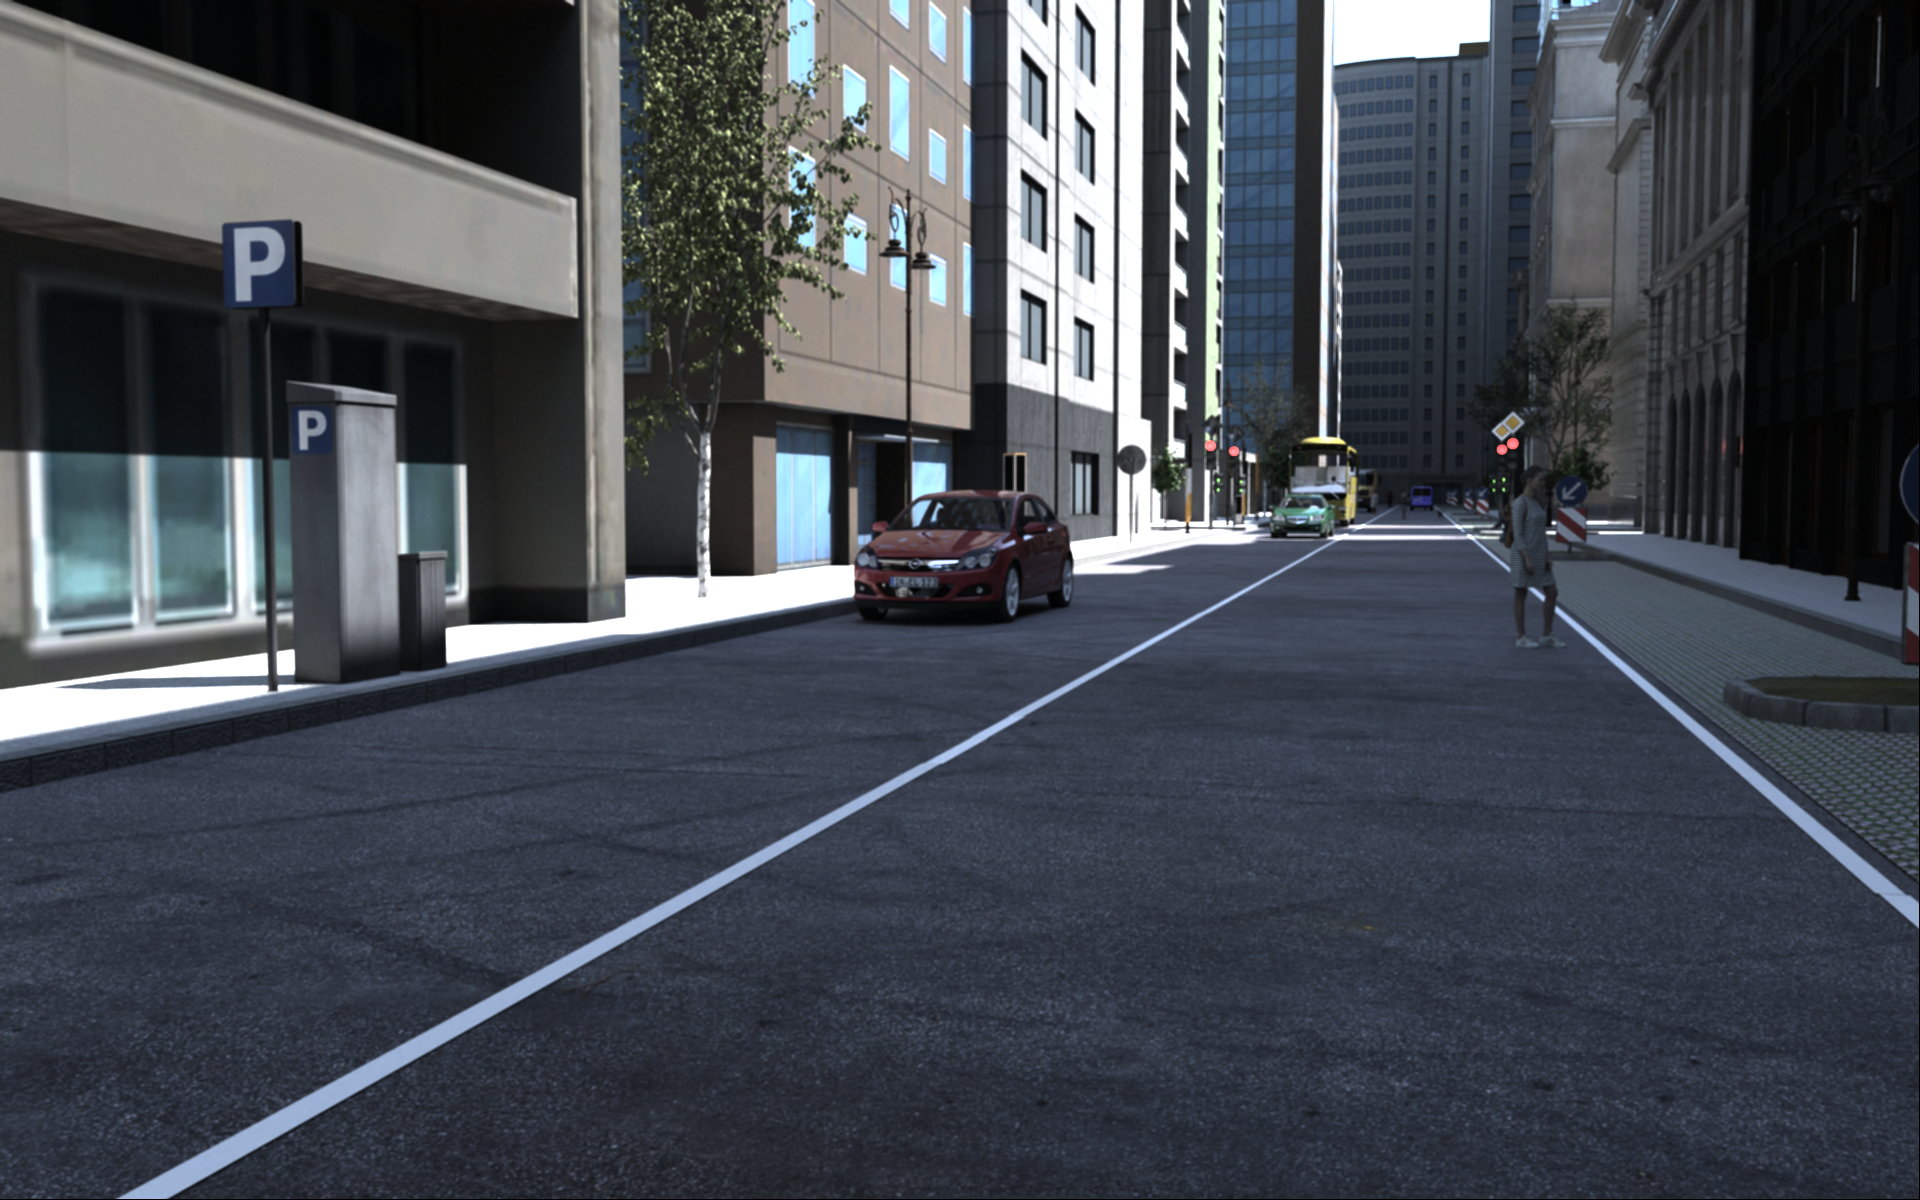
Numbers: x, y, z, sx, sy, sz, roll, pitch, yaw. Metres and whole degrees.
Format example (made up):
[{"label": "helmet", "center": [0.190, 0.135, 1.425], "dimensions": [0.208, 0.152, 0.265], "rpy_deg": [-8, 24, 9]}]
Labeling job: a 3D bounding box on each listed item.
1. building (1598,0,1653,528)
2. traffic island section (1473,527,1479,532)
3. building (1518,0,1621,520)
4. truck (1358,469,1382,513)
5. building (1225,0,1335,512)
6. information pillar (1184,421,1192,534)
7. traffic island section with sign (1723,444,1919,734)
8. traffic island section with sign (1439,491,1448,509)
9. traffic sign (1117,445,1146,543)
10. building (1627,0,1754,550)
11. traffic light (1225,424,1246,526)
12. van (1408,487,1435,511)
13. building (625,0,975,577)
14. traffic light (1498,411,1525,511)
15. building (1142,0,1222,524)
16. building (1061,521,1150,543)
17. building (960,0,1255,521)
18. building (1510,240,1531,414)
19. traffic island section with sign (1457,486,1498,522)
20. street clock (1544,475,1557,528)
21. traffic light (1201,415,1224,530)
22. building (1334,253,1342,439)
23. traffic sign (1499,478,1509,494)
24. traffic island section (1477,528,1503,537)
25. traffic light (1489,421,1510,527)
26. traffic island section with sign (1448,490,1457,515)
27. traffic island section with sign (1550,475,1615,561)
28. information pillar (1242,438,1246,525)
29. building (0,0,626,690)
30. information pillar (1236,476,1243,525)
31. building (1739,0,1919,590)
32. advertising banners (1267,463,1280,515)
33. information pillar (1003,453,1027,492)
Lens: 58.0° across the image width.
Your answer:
[{"label": "building", "center": [35.744, -14.583, 67.316], "dimensions": [19.941, 23.489, 11.050], "rpy_deg": [1, 4, 15]}, {"label": "traffic island section", "center": [20.773, -2.707, 66.532], "dimensions": [2.009, 0.180, 2.903], "rpy_deg": [1, 4, 15]}, {"label": "building", "center": [37.775, -18.803, 93.328], "dimensions": [13.634, 28.700, 20.117], "rpy_deg": [1, 4, 15]}, {"label": "truck", "center": [31.567, -8.617, 136.805], "dimensions": [3.469, 3.379, 9.791], "rpy_deg": [1, 4, 14]}, {"label": "building", "center": [20.185, -29.246, 128.275], "dimensions": [14.600, 45.320, 14.200], "rpy_deg": [1, 4, 15]}, {"label": "information pillar", "center": [7.351, -3.937, 55.723], "dimensions": [0.183, 3.616, 0.504], "rpy_deg": [0, 4, -5]}, {"label": "traffic island section with sign", "center": [6.087, -0.155, 11.159], "dimensions": [1.989, 1.847, 2.006], "rpy_deg": [1, 4, 15]}, {"label": "traffic island section with sign", "center": [47.105, -9.600, 165.592], "dimensions": [1.989, 1.847, 2.006], "rpy_deg": [1, 4, 15]}, {"label": "traffic sign", "center": [4.443, -2.745, 44.991], "dimensions": [0.768, 2.556, 0.104], "rpy_deg": [1, 4, 17]}, {"label": "building", "center": [25.010, -12.326, 43.337], "dimensions": [13.314, 21.916, 24.055], "rpy_deg": [1, 4, 15]}, {"label": "traffic light", "center": [10.960, -4.898, 69.000], "dimensions": [0.839, 4.253, 0.868], "rpy_deg": [1, 4, 15]}, {"label": "van", "center": [39.439, -8.777, 147.893], "dimensions": [2.240, 2.365, 5.245], "rpy_deg": [1, 4, 15]}, {"label": "building", "center": [-7.812, -23.459, 33.658], "dimensions": [14.600, 45.320, 14.200], "rpy_deg": [1, 4, 15]}, {"label": "traffic light", "center": [18.687, -4.268, 58.710], "dimensions": [0.839, 4.253, 0.868], "rpy_deg": [1, 4, 15]}, {"label": "building", "center": [3.913, -24.106, 77.731], "dimensions": [14.154, 41.232, 14.086], "rpy_deg": [1, 4, 15]}, {"label": "building", "center": [-6.169, -37.349, 48.909], "dimensions": [20.611, 71.187, 20.563], "rpy_deg": [1, 4, 15]}, {"label": "building", "center": [7.547, -40.755, 104.596], "dimensions": [20.563, 71.187, 20.611], "rpy_deg": [1, 4, 15]}, {"label": "building", "center": [45.787, -18.383, 119.646], "dimensions": [14.460, 24.649, 34.723], "rpy_deg": [1, 4, 15]}, {"label": "traffic island section with sign", "center": [27.103, -4.996, 90.308], "dimensions": [1.989, 1.847, 2.006], "rpy_deg": [1, 4, 15]}, {"label": "street clock", "center": [22.617, -3.785, 66.461], "dimensions": [0.471, 2.002, 0.358], "rpy_deg": [0, 4, 6]}, {"label": "traffic light", "center": [8.909, -4.426, 61.281], "dimensions": [0.839, 4.253, 0.868], "rpy_deg": [1, 4, 15]}, {"label": "building", "center": [38.810, -26.772, 209.429], "dimensions": [14.107, 30.474, 14.160], "rpy_deg": [1, 4, 15]}, {"label": "traffic sign", "center": [32.100, -6.200, 102.552], "dimensions": [0.795, 2.450, 0.064], "rpy_deg": [1, 4, 20]}, {"label": "traffic island section", "center": [18.723, -2.234, 58.814], "dimensions": [2.009, 0.180, 2.903], "rpy_deg": [1, 4, 15]}, {"label": "traffic light", "center": [20.737, -4.741, 66.428], "dimensions": [0.839, 4.253, 0.868], "rpy_deg": [1, 4, 15]}, {"label": "traffic island section with sign", "center": [34.039, -6.589, 116.359], "dimensions": [1.989, 1.847, 2.006], "rpy_deg": [1, 4, 15]}, {"label": "traffic island section with sign", "center": [13.150, -1.783, 37.781], "dimensions": [1.989, 1.847, 2.006], "rpy_deg": [1, 4, 15]}, {"label": "information pillar", "center": [11.893, -4.972, 72.653], "dimensions": [0.183, 3.616, 0.504], "rpy_deg": [0, 4, -1]}, {"label": "building", "center": [-16.452, -23.572, 9.101], "dimensions": [21.300, 48.544, 21.600], "rpy_deg": [1, 4, 15]}, {"label": "information pillar", "center": [11.531, -4.107, 71.634], "dimensions": [0.304, 2.012, 0.304], "rpy_deg": [1, 4, 10]}, {"label": "building", "center": [19.271, -11.898, 24.215], "dimensions": [12.332, 23.373, 15.834], "rpy_deg": [1, 4, 15]}, {"label": "advertising banners", "center": [17.687, -6.210, 97.723], "dimensions": [0.090, 3.025, 2.074], "rpy_deg": [-1, 4, -9]}, {"label": "information pillar", "center": [0.992, -1.646, 31.401], "dimensions": [0.304, 2.012, 0.304], "rpy_deg": [-3, 5, -43]}]
